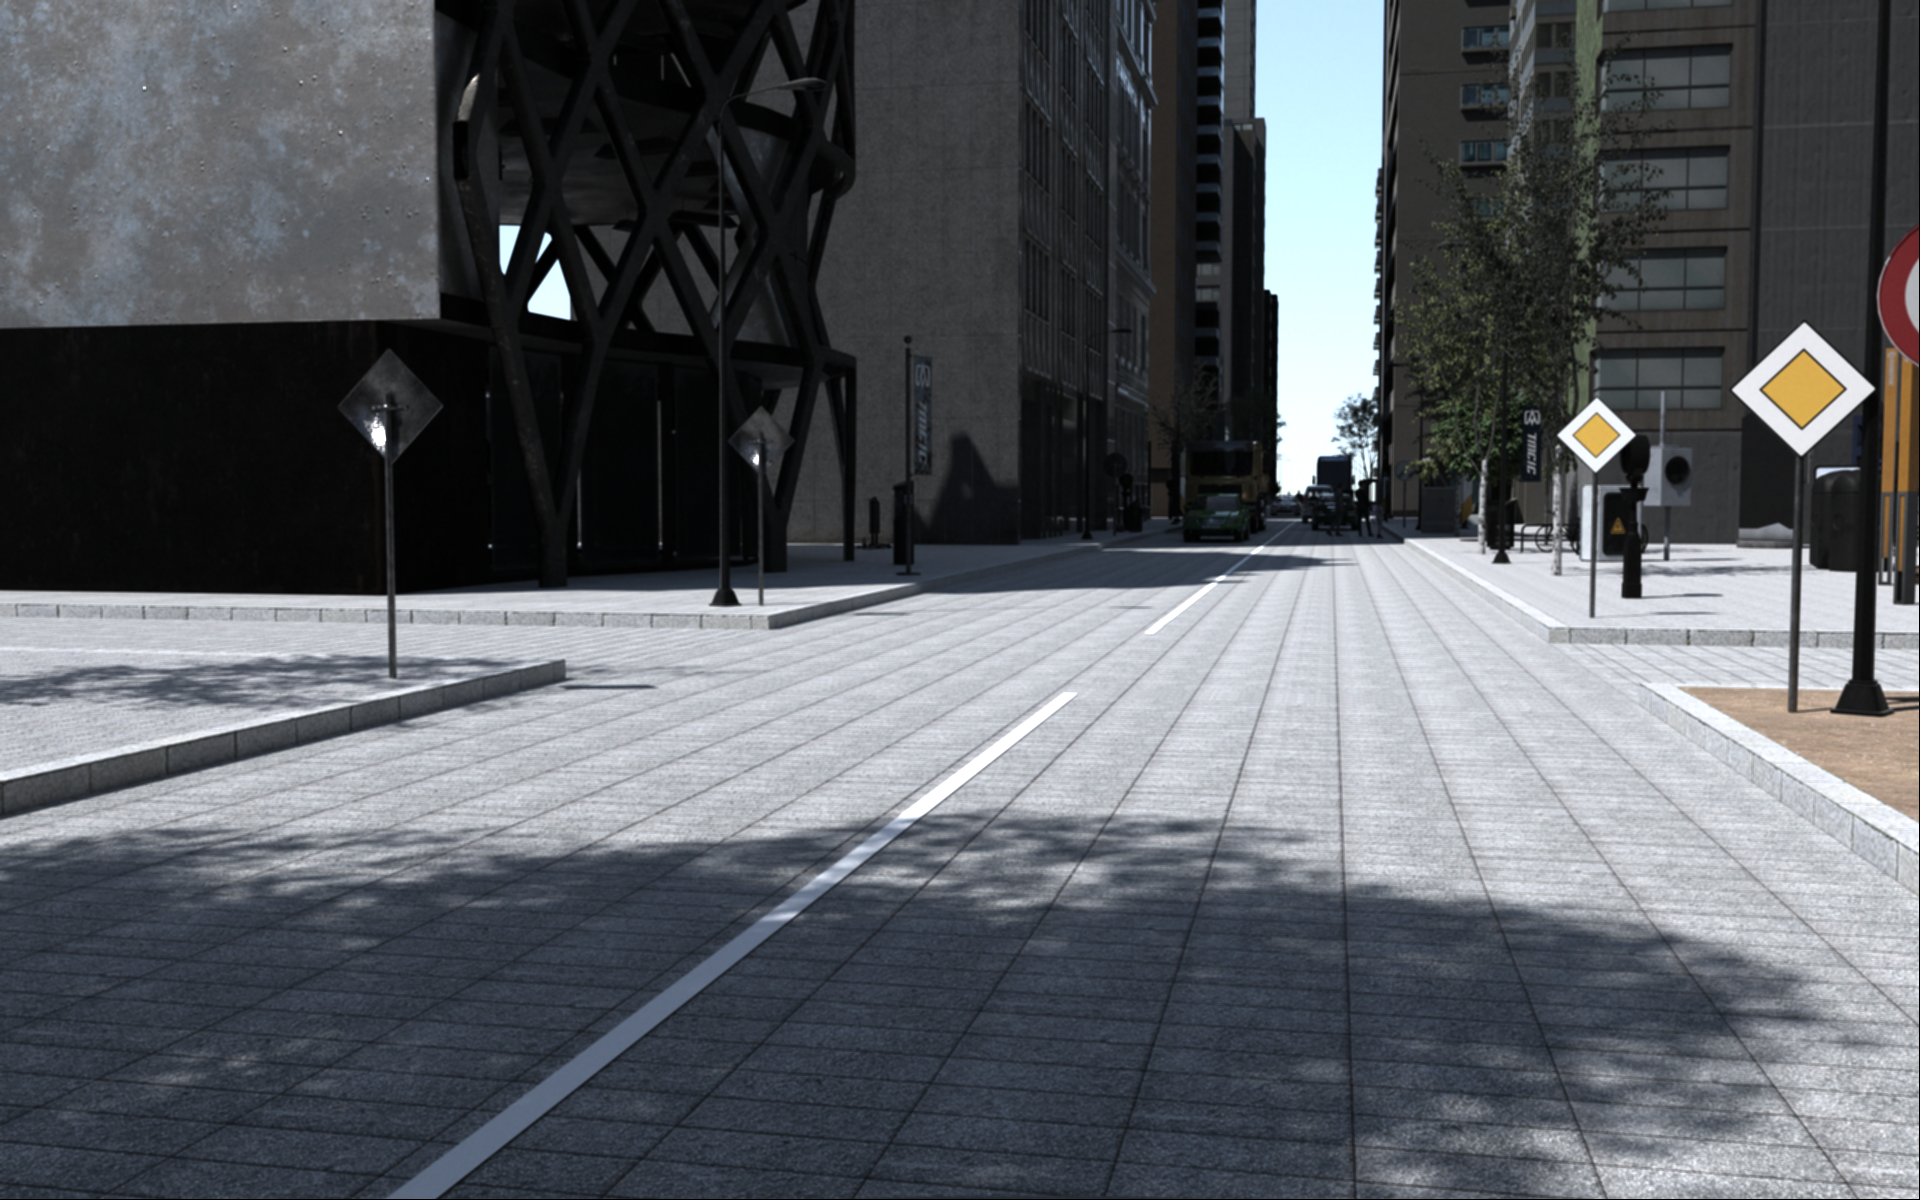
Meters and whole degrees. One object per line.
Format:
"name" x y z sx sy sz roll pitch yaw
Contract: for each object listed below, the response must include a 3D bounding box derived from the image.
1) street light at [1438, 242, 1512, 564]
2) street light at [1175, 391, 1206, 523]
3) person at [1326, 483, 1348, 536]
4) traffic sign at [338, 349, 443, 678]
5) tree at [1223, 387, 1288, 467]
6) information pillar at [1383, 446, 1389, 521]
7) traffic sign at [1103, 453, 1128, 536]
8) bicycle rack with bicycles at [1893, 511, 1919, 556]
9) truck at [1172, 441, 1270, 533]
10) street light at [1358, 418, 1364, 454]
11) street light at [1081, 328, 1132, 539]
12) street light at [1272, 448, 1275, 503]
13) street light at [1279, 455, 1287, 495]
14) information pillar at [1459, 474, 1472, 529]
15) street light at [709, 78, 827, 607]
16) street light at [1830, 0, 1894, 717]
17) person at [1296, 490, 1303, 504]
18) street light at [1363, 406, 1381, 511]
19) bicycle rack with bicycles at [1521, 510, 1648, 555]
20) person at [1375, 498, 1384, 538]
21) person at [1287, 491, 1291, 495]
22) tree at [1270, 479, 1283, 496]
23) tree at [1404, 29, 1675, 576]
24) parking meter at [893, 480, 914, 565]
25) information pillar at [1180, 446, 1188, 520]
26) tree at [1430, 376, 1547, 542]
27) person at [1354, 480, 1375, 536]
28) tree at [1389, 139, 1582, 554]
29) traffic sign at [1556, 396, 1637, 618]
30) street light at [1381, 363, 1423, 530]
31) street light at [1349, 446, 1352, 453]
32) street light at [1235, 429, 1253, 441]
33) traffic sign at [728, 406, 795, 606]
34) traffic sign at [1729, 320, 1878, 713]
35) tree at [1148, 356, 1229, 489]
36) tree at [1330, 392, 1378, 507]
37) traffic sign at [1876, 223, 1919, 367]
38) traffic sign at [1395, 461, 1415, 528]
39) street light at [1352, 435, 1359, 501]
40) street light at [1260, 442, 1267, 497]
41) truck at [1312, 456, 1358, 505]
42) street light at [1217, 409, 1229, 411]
"street light" 9.500 -3.637 32.008 1.470 5.913 1.316 1 4 12
"street light" 10.350 -6.446 77.931 1.470 5.913 1.316 1 4 12
"person" 12.992 -3.101 59.317 0.853 1.813 0.709 -1 4 -15
"traffic sign" -3.953 -0.512 12.018 0.795 2.450 0.064 1 4 12
"tree" 27.933 -14.822 168.092 9.928 11.665 9.643 0 3 0
"information pillar" 20.636 -5.661 83.913 0.183 3.616 0.504 -1 4 -11
"traffic sign" 4.752 -3.244 53.139 0.768 2.556 0.104 1 4 21
"bicycle rack with bicycles" 20.177 -1.442 36.954 2.925 0.926 2.852 -1 4 -11
"truck" 10.097 -4.242 65.280 3.469 3.379 9.791 1 4 13
"street light" 25.192 -8.134 105.536 1.470 5.913 1.316 1 4 12
"street light" 4.132 -4.665 48.812 1.470 5.913 1.316 1 4 12
"street light" 31.325 -12.431 175.783 1.470 5.913 1.316 1 4 12
"street light" 37.612 -14.233 205.244 1.470 5.913 1.316 1 4 12
"information pillar" 18.770 -4.453 64.156 0.504 3.616 0.183 -2 4 -28
"street light" -2.172 -2.879 19.620 1.470 5.913 1.316 1 4 12
"street light" 4.758 -2.297 10.090 1.470 5.913 1.316 1 4 12
"person" 29.714 -8.734 151.855 0.990 1.755 0.434 3 5 43
"street light" 22.198 -7.269 91.392 1.470 5.913 1.316 1 4 12
"bicycle rack with bicycles" 13.724 -1.480 37.588 2.925 0.926 2.852 -1 4 -20
"person" 13.691 -2.669 56.409 0.394 1.301 0.425 -2 4 -33
"person" 33.938 -10.396 179.001 1.217 1.766 0.721 2 4 35
"tree" 40.537 -13.914 222.087 1.663 3.219 1.824 0 3 0
"tree" 9.163 -4.688 27.004 4.360 8.622 3.978 0 3 0
"parking meter" -1.026 -1.415 31.542 0.372 1.533 0.369 0 3 0
"information pillar" 10.890 -5.680 84.220 0.183 3.616 0.504 -2 4 -27
"tree" 14.521 -3.896 47.415 4.285 4.588 4.351 0 3 0
"person" 13.747 -3.124 58.948 0.648 1.900 0.474 3 5 43
"tree" 11.166 -5.294 36.916 4.737 8.622 4.395 0 3 0
"traffic sign" 6.560 -0.873 17.919 0.795 2.450 0.064 1 4 12
"street light" 15.828 -5.444 61.553 1.470 5.913 1.316 1 4 12
"street light" 38.083 -11.809 165.611 1.470 5.913 1.316 1 4 12
"street light" 20.238 -9.266 124.038 1.470 5.913 1.316 1 4 12
"traffic sign" -2.280 -0.990 19.827 0.795 2.450 0.064 1 4 12
"traffic sign" 4.887 -0.396 10.110 0.795 2.450 0.064 1 4 12
"tree" 12.087 -8.652 91.823 4.360 8.622 3.978 0 3 0
"tree" 41.273 -15.224 174.670 9.928 11.665 9.643 0 3 0
"traffic sign" 4.481 -0.466 7.719 0.768 2.556 0.104 1 4 21
"traffic sign" 16.989 -4.039 66.144 0.768 2.556 0.104 1 4 20
"street light" 31.523 -9.937 135.008 1.470 5.913 1.316 1 4 12
"street light" 26.462 -11.058 153.342 1.470 5.913 1.316 1 4 12
"truck" 25.254 -7.736 116.243 2.967 4.110 18.799 1 4 11
"street light" 13.964 -7.479 94.820 1.470 5.913 1.316 1 4 12
